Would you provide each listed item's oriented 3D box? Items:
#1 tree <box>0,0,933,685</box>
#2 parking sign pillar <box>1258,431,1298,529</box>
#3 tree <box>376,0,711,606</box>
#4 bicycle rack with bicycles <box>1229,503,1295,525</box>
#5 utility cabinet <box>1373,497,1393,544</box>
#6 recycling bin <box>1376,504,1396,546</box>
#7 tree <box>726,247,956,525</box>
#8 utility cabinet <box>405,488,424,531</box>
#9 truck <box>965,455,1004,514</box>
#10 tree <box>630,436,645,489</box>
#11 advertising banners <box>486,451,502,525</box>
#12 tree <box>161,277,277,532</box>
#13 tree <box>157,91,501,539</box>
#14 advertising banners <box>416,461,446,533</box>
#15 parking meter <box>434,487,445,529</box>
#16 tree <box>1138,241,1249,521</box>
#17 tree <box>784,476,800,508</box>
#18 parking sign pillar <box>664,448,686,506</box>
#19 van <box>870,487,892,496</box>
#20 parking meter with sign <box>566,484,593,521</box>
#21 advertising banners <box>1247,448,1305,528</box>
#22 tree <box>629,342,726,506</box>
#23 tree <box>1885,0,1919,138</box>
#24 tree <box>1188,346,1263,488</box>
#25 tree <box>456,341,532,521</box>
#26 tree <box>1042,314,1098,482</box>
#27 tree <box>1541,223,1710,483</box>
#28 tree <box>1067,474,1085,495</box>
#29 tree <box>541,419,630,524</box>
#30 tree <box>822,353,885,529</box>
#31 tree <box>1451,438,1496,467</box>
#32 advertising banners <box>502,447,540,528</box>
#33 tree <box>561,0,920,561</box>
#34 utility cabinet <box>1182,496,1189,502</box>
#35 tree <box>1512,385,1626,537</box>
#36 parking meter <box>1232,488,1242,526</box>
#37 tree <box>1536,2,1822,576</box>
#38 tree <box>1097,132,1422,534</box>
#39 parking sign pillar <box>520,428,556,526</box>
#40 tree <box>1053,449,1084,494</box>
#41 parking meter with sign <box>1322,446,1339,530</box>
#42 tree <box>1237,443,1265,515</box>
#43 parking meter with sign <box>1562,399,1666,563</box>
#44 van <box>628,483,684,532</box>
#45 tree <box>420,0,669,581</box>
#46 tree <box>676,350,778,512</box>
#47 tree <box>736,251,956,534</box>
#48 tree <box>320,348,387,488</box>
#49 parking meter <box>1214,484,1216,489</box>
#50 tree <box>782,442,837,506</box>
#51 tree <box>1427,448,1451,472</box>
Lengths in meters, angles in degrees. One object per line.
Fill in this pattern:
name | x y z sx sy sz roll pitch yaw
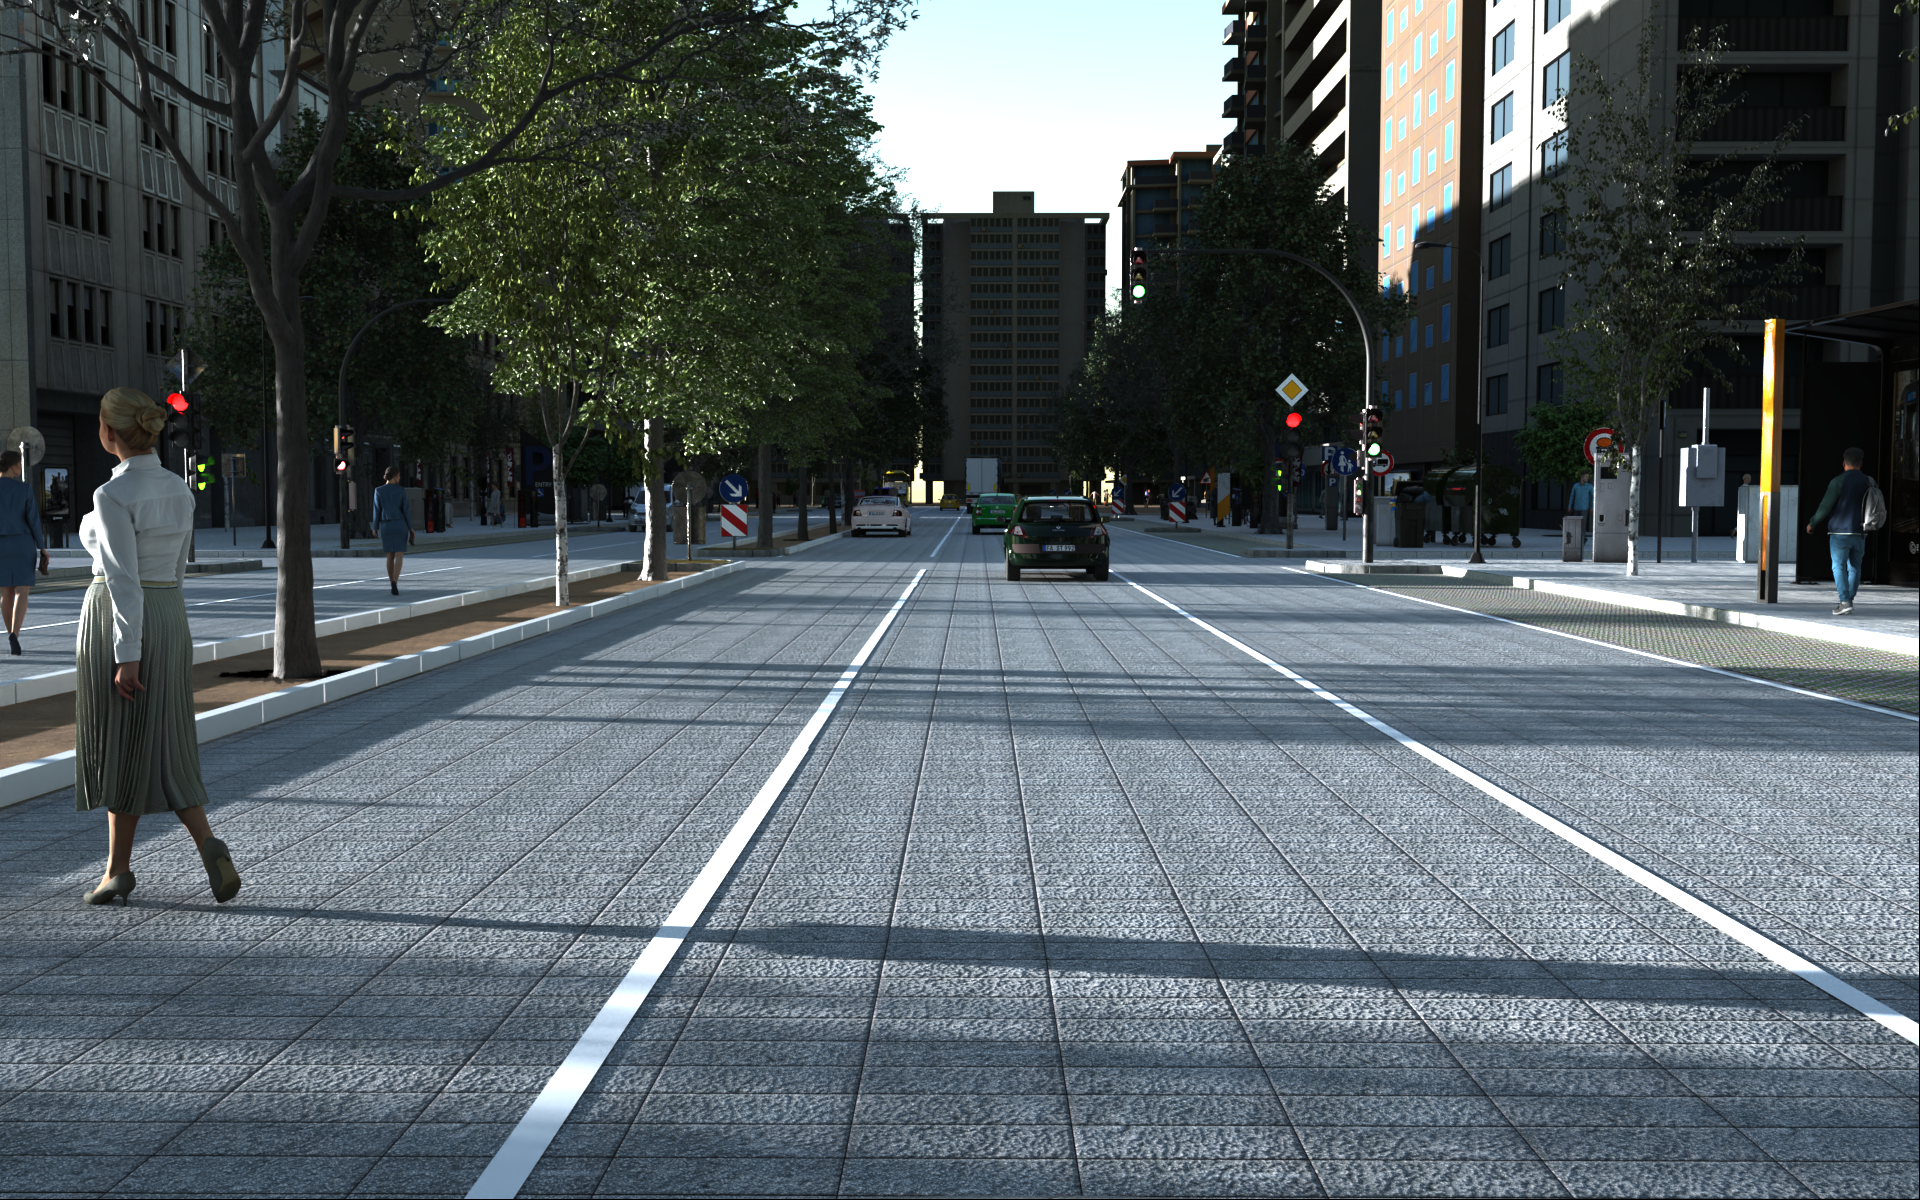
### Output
tree | -5.141 -6.124 12.960 12.009 13.543 11.850 0 3 0
parking sign pillar | 11.672 -4.587 63.467 1.447 3.967 1.447 -1 4 -18
tree | -5.042 -4.209 21.643 4.737 8.622 4.395 0 3 0
bicycle rack with bicycles | 12.615 -3.666 73.324 2.852 0.926 2.925 -1 4 -11
utility cabinet | 11.023 -2.035 44.427 1.020 1.237 0.306 1 4 10
recycling bin | 10.732 -1.856 42.898 0.722 1.027 0.722 1 4 22
tree | -5.033 -9.745 78.802 9.611 12.733 9.660 0 3 0
utility cabinet | -19.046 -3.126 59.788 0.318 1.500 1.173 2 4 30
truck | 1.803 -8.614 129.759 2.839 4.237 11.283 0 4 2
tree | -16.826 -6.346 87.469 4.285 4.588 4.351 0 3 0
advertising banners | -19.075 -4.570 70.905 0.090 3.025 2.074 0 4 3
tree | -24.625 -6.616 58.527 4.737 8.622 4.395 0 3 0
tree | -17.273 -8.098 49.406 9.611 12.733 9.660 0 3 0
advertising banners | -17.423 -3.713 56.890 0.090 3.025 2.074 1 4 9
parking meter | -18.873 -3.327 62.800 0.372 1.533 0.369 0 3 0
tree | 10.506 -10.614 83.913 12.009 13.543 11.850 0 3 0
tree | -16.299 -10.428 165.099 1.663 3.219 1.824 0 3 0
parking sign pillar | -16.733 -6.917 101.570 1.447 3.967 1.447 -3 4 -39
van | -6.752 -9.098 153.140 2.240 2.365 5.245 0 4 1
parking meter with sign | -18.124 -5.279 82.580 1.738 3.016 0.543 2 4 35
advertising banners | 11.802 -4.189 64.686 2.074 3.025 0.090 1 4 10
tree | -16.616 -11.797 109.890 9.611 12.733 9.660 0 3 0
tree | 9.971 -3.960 15.106 4.360 8.622 3.978 0 3 0
tree | 10.703 -7.324 70.109 4.737 8.622 4.395 0 3 0
tree | -22.813 -8.025 81.579 4.360 8.622 3.978 0 3 0
tree | 10.295 -11.562 106.044 9.611 12.733 9.660 0 3 0
tree | 18.297 -5.915 47.078 4.737 8.622 4.395 0 3 0
tree | 10.958 -10.315 163.254 1.663 3.219 1.824 0 3 0
tree | -16.442 -5.503 73.685 4.285 4.588 4.351 0 3 0
tree | -4.709 -7.153 69.778 4.737 8.622 4.395 0 3 0
tree | 18.011 -3.991 59.848 1.663 3.219 1.824 0 3 0
advertising banners | -16.607 -4.251 65.689 0.090 3.025 2.074 1 4 22
tree | -4.889 -7.461 42.568 7.486 12.596 7.792 0 3 0
utility cabinet | 11.801 -4.978 92.556 0.306 1.237 1.020 -2 4 -33
tree | 18.452 -4.208 52.517 4.285 4.588 4.351 0 3 0
parking meter | 11.060 -3.719 69.209 0.372 1.533 0.369 0 3 0
tree | 10.815 -4.690 27.044 4.360 8.622 3.978 0 3 0
tree | 9.939 -8.467 55.447 9.611 12.733 9.660 0 3 0
parking sign pillar | -17.187 -5.019 70.535 1.447 3.967 1.447 -2 4 -31
tree | 12.137 -14.371 185.322 4.737 8.622 4.395 0 3 0
parking meter with sign | 13.282 -4.021 62.003 0.543 3.016 1.738 0 4 8
tree | 18.869 -7.613 108.185 4.285 4.588 4.351 0 3 0
parking meter with sign | 12.237 -2.212 32.435 1.738 3.016 0.543 2 4 25
van | -11.706 -3.661 66.873 2.013 2.044 4.112 0 4 0
tree | -5.157 -6.615 28.744 7.486 12.596 7.792 0 3 0
tree | -16.946 -13.240 123.123 9.857 13.997 8.962 0 3 0
tree | -4.532 -7.676 62.373 8.767 10.594 7.601 0 4 1
tree | -23.676 -7.110 66.603 4.360 8.622 3.978 0 3 0
parking meter | 14.004 -5.475 95.231 0.399 1.863 0.255 -2 4 -35
tree | -15.741 -16.020 187.688 9.928 11.665 9.643 0 3 0
tree | 17.893 -4.153 62.509 1.663 3.219 1.824 0 3 0
